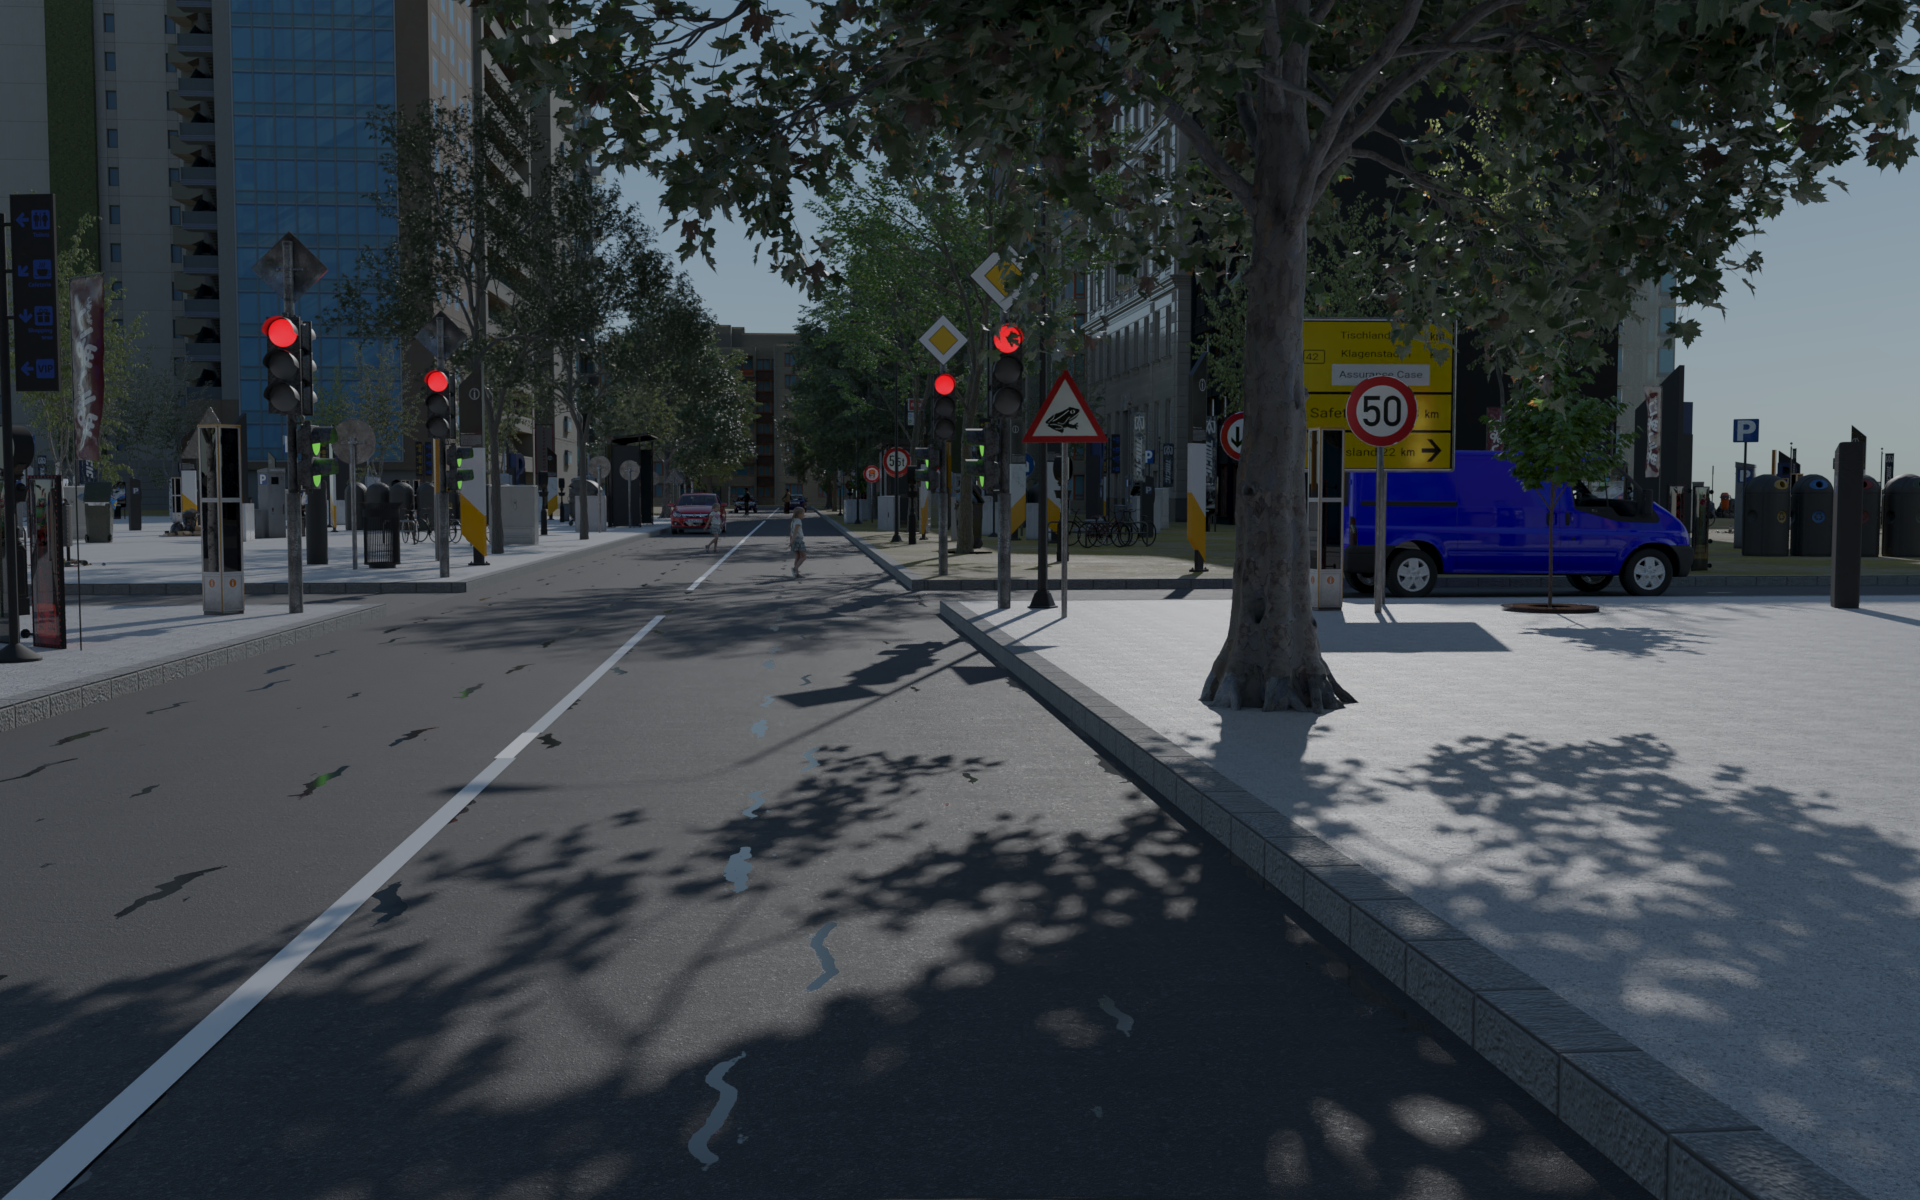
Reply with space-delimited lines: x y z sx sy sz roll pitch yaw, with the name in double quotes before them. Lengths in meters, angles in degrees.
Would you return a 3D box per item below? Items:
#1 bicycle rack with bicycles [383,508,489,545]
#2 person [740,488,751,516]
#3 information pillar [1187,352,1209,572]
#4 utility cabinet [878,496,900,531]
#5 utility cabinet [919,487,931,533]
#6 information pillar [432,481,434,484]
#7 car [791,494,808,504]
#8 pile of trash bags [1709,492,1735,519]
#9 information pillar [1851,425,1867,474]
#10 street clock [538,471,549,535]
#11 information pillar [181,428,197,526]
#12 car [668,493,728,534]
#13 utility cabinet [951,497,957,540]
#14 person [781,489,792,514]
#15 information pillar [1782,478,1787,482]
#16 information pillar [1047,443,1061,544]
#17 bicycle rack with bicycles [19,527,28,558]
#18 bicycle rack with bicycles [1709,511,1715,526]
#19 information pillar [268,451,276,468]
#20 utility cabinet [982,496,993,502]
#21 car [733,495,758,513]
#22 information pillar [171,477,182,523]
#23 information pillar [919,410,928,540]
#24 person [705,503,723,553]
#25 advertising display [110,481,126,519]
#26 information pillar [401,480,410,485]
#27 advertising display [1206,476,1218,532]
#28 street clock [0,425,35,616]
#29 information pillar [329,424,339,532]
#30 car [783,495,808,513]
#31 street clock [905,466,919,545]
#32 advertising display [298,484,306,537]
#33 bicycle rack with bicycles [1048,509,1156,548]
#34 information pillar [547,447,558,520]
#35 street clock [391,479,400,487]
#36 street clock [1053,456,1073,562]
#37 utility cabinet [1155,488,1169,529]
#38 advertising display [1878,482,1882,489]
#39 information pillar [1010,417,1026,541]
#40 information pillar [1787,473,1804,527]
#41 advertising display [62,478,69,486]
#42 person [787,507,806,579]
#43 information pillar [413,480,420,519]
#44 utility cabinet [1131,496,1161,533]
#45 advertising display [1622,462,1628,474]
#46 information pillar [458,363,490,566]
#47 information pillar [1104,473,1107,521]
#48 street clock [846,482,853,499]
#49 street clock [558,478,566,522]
"bicycle rack with bicycles" -13.713 -1.940 45.104 2.852 0.926 2.925 -3 5 -41
"person" -14.289 -6.579 115.698 0.705 1.869 1.348 -3 4 -36
"information pillar" 3.893 -2.266 28.403 0.183 3.616 0.504 3 4 37
"utility cabinet" -2.518 -3.054 61.087 0.306 1.237 1.020 -3 4 -36
"utility cabinet" -1.137 -2.949 56.894 0.318 1.500 1.173 0 4 3
"information pillar" -29.006 -5.591 95.899 0.304 2.012 0.304 3 5 39
"car" -15.384 -9.261 163.219 2.131 1.459 4.920 0 4 -5
"pile of trash bags" 40.429 -5.035 92.079 1.912 1.369 3.447 1 4 14
"information pillar" 30.284 -4.104 58.453 0.504 3.616 0.183 3 5 41
"street clock" -13.058 -3.043 54.320 0.358 2.002 0.471 -2 4 -25
"information pillar" -27.295 -4.281 61.349 0.504 3.616 0.183 0 4 -2
"car" -9.537 -3.318 63.289 2.155 1.783 4.494 0 4 -4
"utility cabinet" -0.042 -2.273 48.317 0.306 1.237 1.020 1 4 9
"person" -12.432 -7.090 124.515 0.705 1.812 1.348 2 4 28
"information pillar" 38.303 -4.647 80.475 0.304 2.012 0.304 2 4 28
"information pillar" 2.380 -3.272 44.856 0.504 3.616 0.183 -1 4 -13
"bicycle rack with bicycles" -20.061 -1.308 34.771 2.852 0.926 2.925 -3 4 -38
"bicycle rack with bicycles" 28.272 -3.359 68.296 2.925 0.926 2.852 3 5 40
"information pillar" -37.605 -6.322 94.724 0.504 3.616 0.183 1 4 22
"utility cabinet" 0.568 -2.837 57.540 1.020 1.237 0.306 1 4 16
"car" -16.387 -7.334 132.486 1.945 1.354 3.894 0 4 -6
"information pillar" -34.684 -4.416 76.697 0.304 2.012 0.304 3 5 39
"information pillar" -1.000 -3.497 48.526 0.183 3.616 0.504 1 4 13
"person" -6.001 -1.763 42.342 0.382 1.210 0.505 2 4 23
"advertising display" -43.128 -5.099 88.576 0.123 1.923 0.974 2 4 31
"information pillar" -28.897 -5.247 90.282 0.304 2.012 0.304 2 4 25
"advertising display" 8.329 -3.280 58.847 0.974 1.923 0.123 3 5 44
"street clock" -9.997 -0.839 18.291 0.471 2.002 0.358 2 4 29
"information pillar" -21.010 -4.077 58.020 0.183 3.616 0.504 -2 4 -32
"car" -12.660 -7.369 133.068 1.945 1.354 3.894 0 4 -4
"street clock" -1.212 -2.416 44.066 0.358 2.002 0.471 0 4 4
"advertising display" -19.778 -2.879 52.293 0.123 1.923 0.974 0 4 -1
"bicycle rack with bicycles" 3.559 -1.775 42.412 2.925 0.926 2.852 -2 4 -27
"information pillar" -20.172 -5.768 85.654 0.504 3.616 0.183 -1 4 -15
"street clock" -27.851 -4.954 85.569 0.471 2.002 0.358 -2 4 -29
"street clock" 1.956 -1.733 32.911 0.358 2.002 0.471 2 4 26
"utility cabinet" 7.207 -3.357 63.571 0.318 1.500 1.173 -2 4 -27
"advertising display" 46.762 -5.122 88.953 0.974 1.923 0.123 2 4 29
"information pillar" 1.577 -3.447 47.709 0.504 3.616 0.183 -2 4 -31
"information pillar" 29.845 -3.505 61.805 0.304 2.012 0.304 -1 4 -16
"advertising display" -35.311 -3.860 68.328 0.123 1.923 0.974 -1 4 -15
"person" -2.826 -0.977 29.490 0.382 1.210 0.505 -2 4 -29
"information pillar" -28.013 -5.189 89.331 0.304 2.012 0.304 -1 4 -10
"utility cabinet" 6.112 -2.801 56.959 1.020 1.237 0.306 -2 4 -31
"advertising display" 13.090 -1.839 35.284 0.974 1.923 0.123 3 5 44
"information pillar" -8.723 -2.427 31.043 0.504 3.616 0.183 1 4 16
"information pillar" 6.764 -5.595 82.826 0.504 3.616 0.183 0 4 -2
"street clock" -6.057 -5.552 95.343 0.358 2.002 0.471 -3 5 -39
"street clock" -17.984 -4.505 78.229 0.358 2.002 0.471 -1 4 -21
